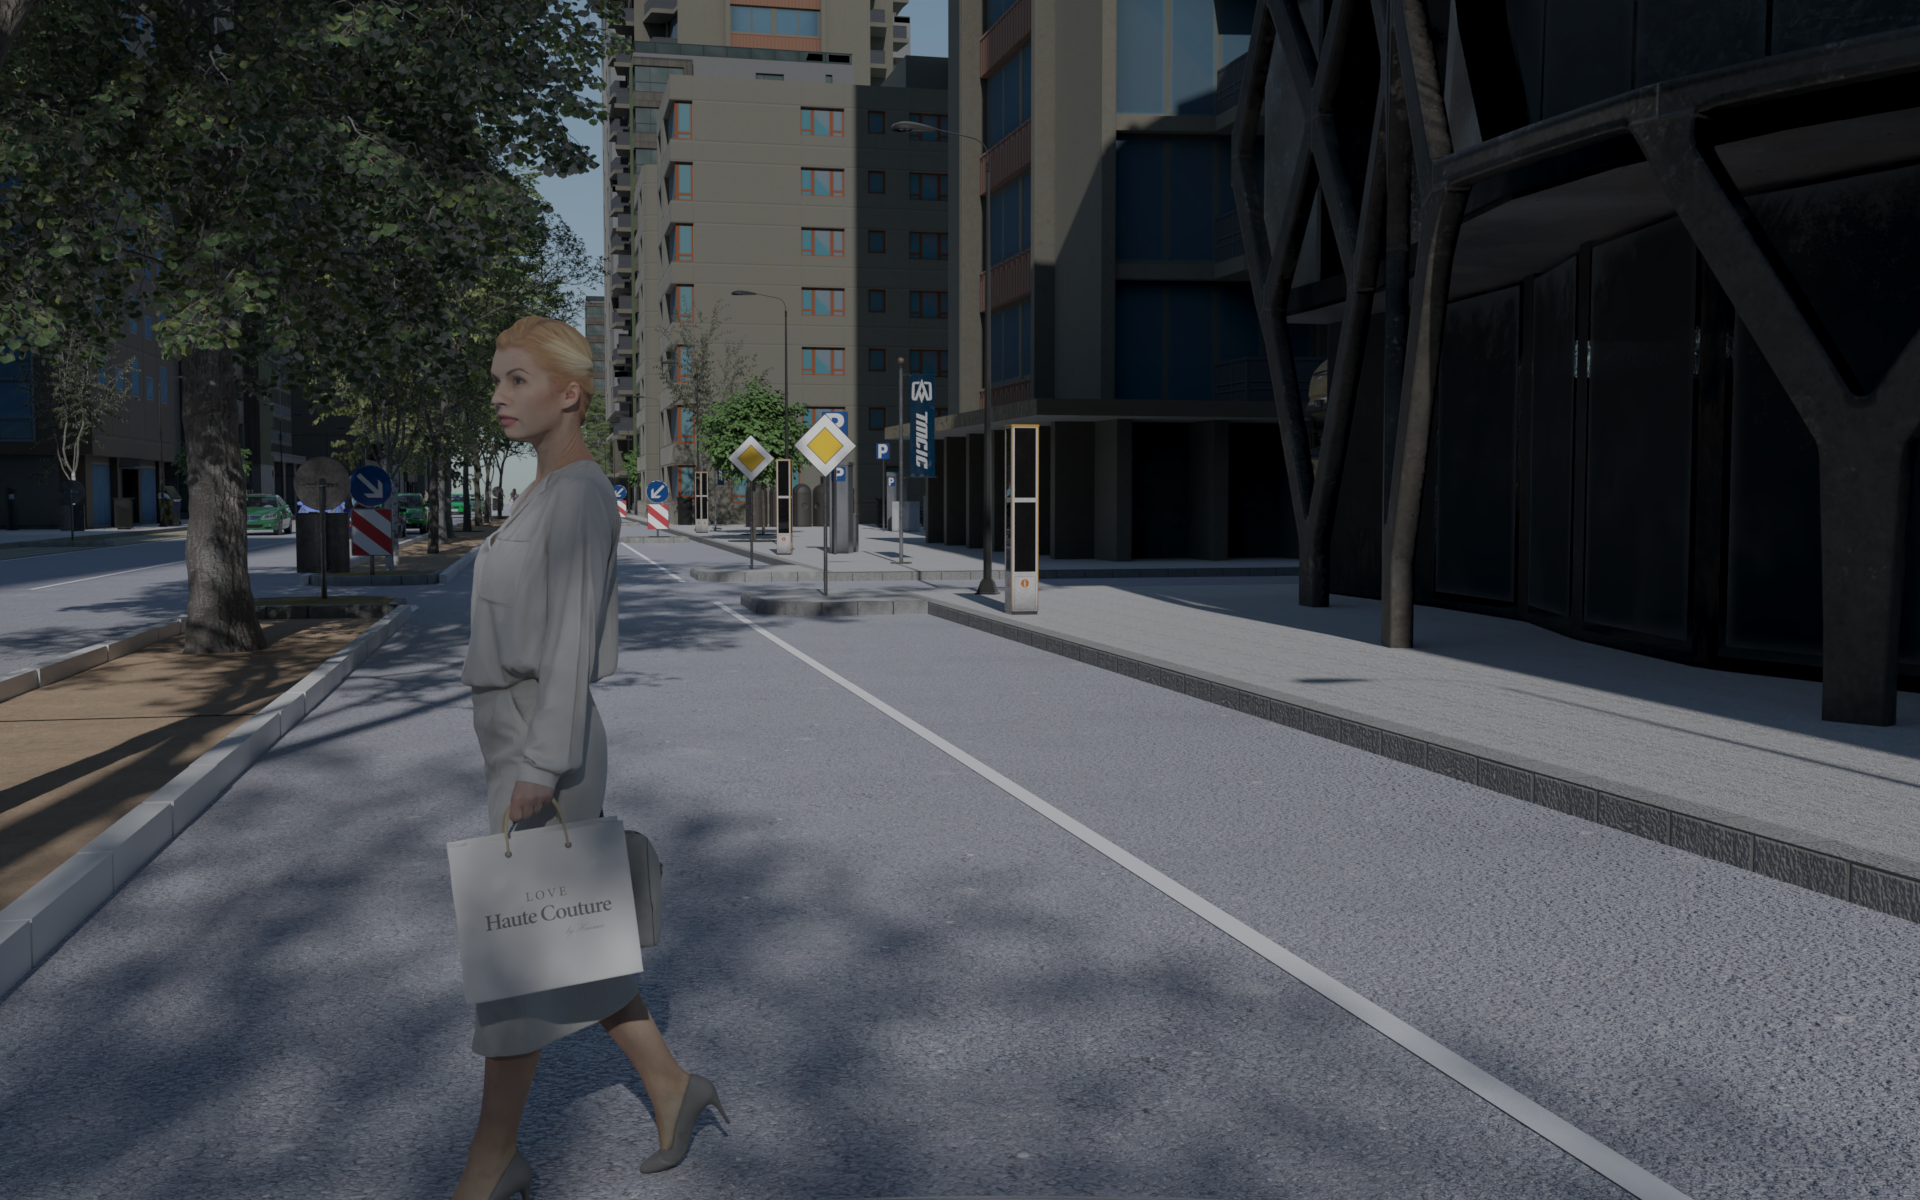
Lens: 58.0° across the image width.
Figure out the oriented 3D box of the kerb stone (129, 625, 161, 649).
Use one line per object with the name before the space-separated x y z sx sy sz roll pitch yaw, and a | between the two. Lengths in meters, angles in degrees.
kerb stone | -7.665 0.368 16.180 0.120 0.150 1.000 -1 4 -13

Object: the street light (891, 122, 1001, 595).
street light | -0.175 -3.019 21.899 1.470 5.913 1.316 -1 4 -13

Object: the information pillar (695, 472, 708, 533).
information pillar | -8.509 -3.214 57.041 0.304 2.012 0.304 3 5 41

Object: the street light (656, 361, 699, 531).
street light | -9.704 -5.381 60.526 1.470 5.913 1.316 -1 4 -13

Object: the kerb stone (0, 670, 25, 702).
kerb stone | -6.711 0.614 12.195 0.120 0.150 1.000 -1 4 -13

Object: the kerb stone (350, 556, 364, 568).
kerb stone | -12.097 -0.759 34.653 0.120 0.150 1.000 -1 4 -13

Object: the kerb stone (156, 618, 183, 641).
kerb stone | -7.902 0.316 17.176 0.120 0.150 1.000 -1 4 -13

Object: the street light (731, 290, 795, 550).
street light | -4.515 -4.107 39.684 1.470 5.913 1.316 -1 4 -13

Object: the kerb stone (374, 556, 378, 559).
kerb stone | -12.815 -0.946 37.658 0.120 0.150 1.000 -1 4 -13

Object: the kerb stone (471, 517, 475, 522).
kerb stone | -26.458 -4.420 94.470 0.120 0.150 1.000 -1 4 -13

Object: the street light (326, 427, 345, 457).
street light | -43.489 -9.057 120.628 1.470 5.913 1.316 -1 4 -13

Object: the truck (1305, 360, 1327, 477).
truck | 10.691 -2.444 28.879 11.283 4.237 2.839 -1 4 -13

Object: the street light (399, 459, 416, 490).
street light | -57.994 -12.746 180.936 1.470 5.913 1.316 -1 4 -13

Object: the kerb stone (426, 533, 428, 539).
kerb stone | -16.643 -1.920 53.594 0.120 0.150 1.000 -1 4 -13

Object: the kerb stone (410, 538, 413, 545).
kerb stone | -15.209 -1.554 47.610 0.120 0.150 1.000 -1 4 -13

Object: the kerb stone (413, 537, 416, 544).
kerb stone | -15.441 -1.615 48.605 0.120 0.150 1.000 -1 4 -13

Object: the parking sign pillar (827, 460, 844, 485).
parking sign pillar | -5.087 -5.028 70.673 1.447 3.967 1.447 1 4 8

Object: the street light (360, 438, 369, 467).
street light | -48.571 -10.365 142.009 1.470 5.913 1.316 -1 4 -13

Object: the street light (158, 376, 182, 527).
street light | -30.691 -5.826 67.800 1.470 5.913 1.316 -1 4 -13

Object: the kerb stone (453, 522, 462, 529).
kerb stone | -21.910 -3.258 75.532 0.120 0.150 1.000 -1 4 -13

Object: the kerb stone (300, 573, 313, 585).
kerb stone | -10.421 -0.336 27.691 0.120 0.150 1.000 -1 4 -13

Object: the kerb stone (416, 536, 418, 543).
kerb stone | -15.687 -1.676 49.597 0.120 0.150 1.000 -1 4 -13

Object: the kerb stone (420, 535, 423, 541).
kerb stone | -16.166 -1.797 51.604 0.120 0.150 1.000 -1 4 -13

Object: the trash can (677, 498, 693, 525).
trash can | -11.364 -3.667 71.602 0.748 1.137 0.748 0 3 0

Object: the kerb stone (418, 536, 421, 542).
kerb stone | -15.917 -1.738 50.605 0.120 0.150 1.000 -1 4 -13

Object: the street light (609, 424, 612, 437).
street light | -22.470 -8.686 114.555 1.470 5.913 1.316 -1 4 -13

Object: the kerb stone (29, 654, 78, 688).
kerb stone | -6.933 0.551 13.192 0.120 0.150 1.000 -1 4 -13

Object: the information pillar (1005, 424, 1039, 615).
information pillar | 0.657 -0.855 18.463 0.304 2.012 0.304 -1 4 -12

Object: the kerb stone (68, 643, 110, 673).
kerb stone | -7.178 0.492 14.191 0.120 0.150 1.000 -1 4 -13

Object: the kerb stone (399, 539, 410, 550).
kerb stone | -14.969 -1.491 46.616 0.120 0.150 1.000 -1 4 -13

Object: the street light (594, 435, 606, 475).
street light | -27.580 -9.962 135.415 1.470 5.913 1.316 -1 4 -13

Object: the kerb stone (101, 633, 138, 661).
kerb stone | -7.409 0.429 15.186 0.120 0.150 1.000 -1 4 -13

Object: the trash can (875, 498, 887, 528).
trash can | -2.895 -3.313 65.824 0.748 1.137 0.748 0 3 0

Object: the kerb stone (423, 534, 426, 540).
kerb stone | -16.402 -1.860 52.601 0.120 0.150 1.000 -1 4 -13

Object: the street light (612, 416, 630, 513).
street light | -19.671 -7.964 102.759 1.470 5.913 1.316 -1 4 -13

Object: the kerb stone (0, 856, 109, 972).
kerb stone | -2.986 1.012 5.720 0.120 0.150 1.000 -1 4 -13

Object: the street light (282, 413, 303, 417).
street light | -38.495 -7.780 99.740 1.470 5.913 1.316 -1 4 -13

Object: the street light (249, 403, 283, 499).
street light | -35.740 -7.103 88.675 1.470 5.913 1.316 -1 4 -13

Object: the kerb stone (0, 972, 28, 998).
kerb stone | -2.743 1.069 4.721 0.120 0.150 1.000 -1 4 -13

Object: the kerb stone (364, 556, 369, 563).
kerb stone | -12.332 -0.823 35.651 0.120 0.150 1.000 -1 4 -13

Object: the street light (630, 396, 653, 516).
street light | -14.711 -6.686 81.862 1.470 5.913 1.316 -1 4 -13

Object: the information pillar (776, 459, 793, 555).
information pillar | -3.697 -1.958 36.503 0.304 2.012 0.304 0 4 3

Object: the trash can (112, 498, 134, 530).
trash can | -30.114 -3.102 62.368 0.748 1.137 0.748 0 3 0

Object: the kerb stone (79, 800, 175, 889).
kerb stone | -3.226 0.949 6.714 0.120 0.150 1.000 -1 4 -13

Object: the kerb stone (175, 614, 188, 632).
kerb stone | -8.139 0.246 18.178 0.120 0.150 1.000 -1 4 -13

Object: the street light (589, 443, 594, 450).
street light | -32.537 -11.240 156.312 1.470 5.913 1.316 -1 4 -13

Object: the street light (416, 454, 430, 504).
street light | -63.045 -14.062 202.459 1.470 5.913 1.316 -1 4 -13
